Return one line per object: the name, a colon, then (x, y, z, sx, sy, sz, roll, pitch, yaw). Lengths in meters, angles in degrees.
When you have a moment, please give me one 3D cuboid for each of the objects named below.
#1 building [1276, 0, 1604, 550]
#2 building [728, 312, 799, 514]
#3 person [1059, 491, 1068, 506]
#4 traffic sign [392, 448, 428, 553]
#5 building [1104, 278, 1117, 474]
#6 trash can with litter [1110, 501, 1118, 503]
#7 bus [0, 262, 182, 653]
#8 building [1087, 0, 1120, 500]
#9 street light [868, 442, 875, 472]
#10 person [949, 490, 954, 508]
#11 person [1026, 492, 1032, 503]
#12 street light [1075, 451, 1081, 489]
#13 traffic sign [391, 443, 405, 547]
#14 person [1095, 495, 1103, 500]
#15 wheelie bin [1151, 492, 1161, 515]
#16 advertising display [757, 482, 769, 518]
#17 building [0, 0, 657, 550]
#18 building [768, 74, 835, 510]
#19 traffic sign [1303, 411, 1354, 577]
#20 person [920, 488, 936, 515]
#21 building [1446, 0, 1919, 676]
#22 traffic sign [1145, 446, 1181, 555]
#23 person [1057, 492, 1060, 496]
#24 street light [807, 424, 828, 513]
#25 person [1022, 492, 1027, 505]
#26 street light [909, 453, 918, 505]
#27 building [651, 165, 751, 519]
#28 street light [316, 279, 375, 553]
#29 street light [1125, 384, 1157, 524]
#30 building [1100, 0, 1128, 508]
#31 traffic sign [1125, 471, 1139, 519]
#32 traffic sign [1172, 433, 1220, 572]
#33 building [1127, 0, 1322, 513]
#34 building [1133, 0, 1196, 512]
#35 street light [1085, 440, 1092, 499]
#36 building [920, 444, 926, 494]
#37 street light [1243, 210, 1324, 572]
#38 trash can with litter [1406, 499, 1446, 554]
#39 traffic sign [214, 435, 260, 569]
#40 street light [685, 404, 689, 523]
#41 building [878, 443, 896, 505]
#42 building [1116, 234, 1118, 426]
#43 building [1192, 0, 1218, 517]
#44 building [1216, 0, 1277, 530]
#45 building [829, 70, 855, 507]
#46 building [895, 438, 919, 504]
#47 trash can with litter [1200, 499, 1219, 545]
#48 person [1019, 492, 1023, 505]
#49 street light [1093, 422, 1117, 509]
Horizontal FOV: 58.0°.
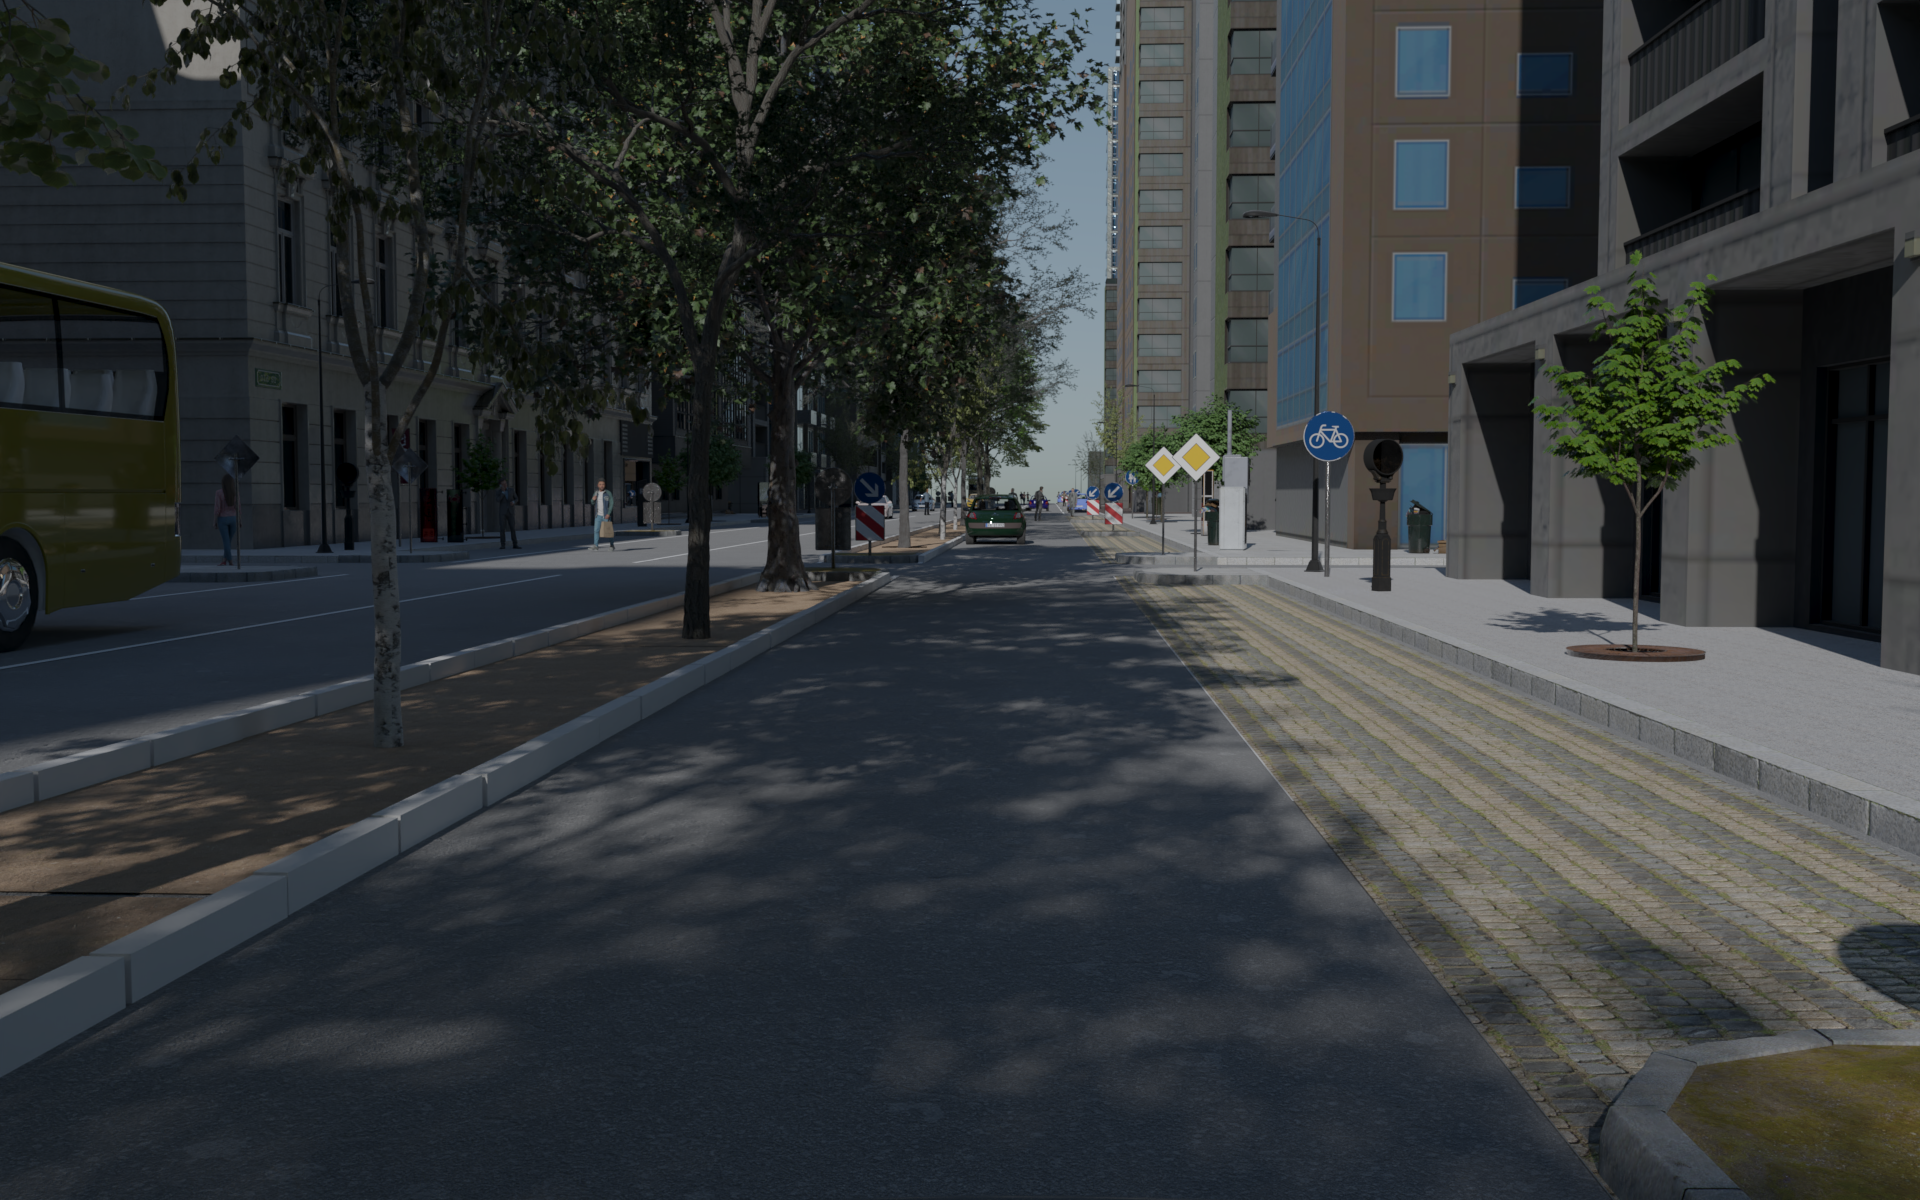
building: (16.089, -24.134, 44.709, 14.200, 45.320, 14.600, 0, 4, 3)
building: (-22.373, -41.846, 122.441, 20.563, 71.187, 20.611, 0, 4, 3)
person: (12.081, -11.775, 201.036, 1.348, 1.823, 0.705, 3, 5, 39)
traffic sign: (-11.878, -2.066, 37.418, 0.795, 2.450, 0.064, 0, 4, 3)
building: (26.222, -28.129, 231.616, 14.160, 30.474, 14.107, 0, 4, 3)
trash can with litter: (9.883, -6.014, 109.710, 0.624, 1.170, 1.055, -1, 4, -15)
bus: (-9.822, -1.300, 12.794, 2.896, 3.916, 12.252, 0, 4, 1)
building: (30.307, -57.495, 252.714, 22.319, 86.520, 31.000, 0, 4, 3)
street light: (-7.499, -11.012, 152.593, 1.470, 5.913, 1.316, 0, 4, 3)
person: (-0.857, -10.648, 182.585, 0.705, 1.826, 1.348, 1, 4, 20)
person: (9.463, -14.199, 241.371, 1.217, 1.743, 0.721, 0, 4, -2)
street light: (13.376, -13.162, 187.740, 1.470, 5.913, 1.316, 0, 4, 3)
traffic sign: (-13.622, -2.572, 42.060, 0.884, 2.594, 0.081, 1, 4, 11)
person: (15.143, -11.190, 191.468, 1.348, 1.823, 0.705, 0, 4, 6)
wheelie bin: (12.019, -5.938, 104.992, 0.980, 1.594, 0.693, 3, 5, 42)
advertising display: (-10.691, -5.441, 94.180, 0.123, 1.923, 0.974, 2, 4, 26)
building: (-23.127, -17.398, 60.879, 17.030, 29.872, 44.131, 0, 4, 3)
building: (-22.905, -32.418, 149.638, 23.786, 49.044, 30.456, 0, 4, 3)
traffic sign: (5.684, -1.630, 26.758, 0.768, 2.556, 0.104, 1, 4, 10)
person: (-2.216, -6.642, 117.083, 1.348, 1.826, 0.705, -3, 5, -40)
building: (17.184, -35.204, 13.843, 20.563, 71.187, 20.611, 0, 4, 3)
traffic sign: (4.294, -2.015, 36.582, 0.795, 2.450, 0.064, 0, 4, 3)
person: (15.130, -15.668, 264.669, 0.705, 1.824, 1.348, -1, 4, -20)
street light: (-9.449, -8.691, 114.639, 1.470, 5.913, 1.316, 0, 4, 3)
person: (8.264, -12.944, 220.841, 0.721, 1.736, 1.217, 3, 5, 44)
street light: (-5.176, -13.716, 196.803, 1.470, 5.913, 1.316, 0, 4, 3)
building: (-20.477, -18.452, 95.196, 14.314, 27.812, 24.014, 0, 4, 3)
street light: (-13.291, -3.972, 37.485, 1.470, 5.913, 1.316, 0, 4, 3)
street light: (7.650, -6.159, 73.239, 1.470, 5.913, 1.316, 0, 4, 3)
building: (27.913, -47.353, 212.470, 20.563, 71.187, 20.611, 0, 4, 3)
traffic sign: (9.006, -5.522, 90.385, 0.768, 2.556, 0.104, 1, 4, 12)
traffic sign: (3.891, -1.527, 28.608, 0.795, 2.450, 0.064, 0, 4, 3)
building: (20.855, -30.111, 142.418, 14.600, 45.320, 14.200, 0, 4, 3)
building: (19.910, -27.205, 128.403, 14.154, 41.232, 14.086, 0, 4, 3)
street light: (11.563, -10.840, 149.779, 1.470, 5.913, 1.316, 0, 4, 3)
building: (-16.347, -38.401, 251.560, 21.300, 48.544, 21.600, 0, 4, 3)
street light: (5.324, -3.422, 28.486, 1.470, 5.913, 1.316, 0, 4, 3)
trash can with litter: (10.175, -1.592, 37.415, 1.055, 1.170, 0.624, 1, 4, 12)
traffic sign: (-12.281, -1.578, 29.443, 0.795, 2.450, 0.064, 0, 4, 3)
street light: (-11.397, -6.325, 75.963, 1.470, 5.913, 1.316, 0, 4, 3)
building: (-15.200, -26.524, 205.364, 14.160, 30.474, 14.107, 0, 4, 3)
building: (23.310, -32.252, 177.432, 14.600, 45.320, 14.200, 0, 4, 3)
building: (23.647, -33.869, 95.754, 21.231, 58.520, 28.212, 0, 4, 3)
building: (16.867, -18.092, 67.509, 14.160, 30.474, 14.107, 0, 4, 3)
building: (-19.993, -33.750, 175.518, 21.300, 48.544, 21.600, 0, 4, 3)
building: (-16.844, -41.859, 226.390, 21.231, 58.520, 28.212, 0, 4, 3)
trash can with litter: (6.551, -1.965, 43.515, 0.624, 1.170, 1.055, 3, 5, 43)
person: (8.174, -13.412, 228.230, 0.683, 1.767, 0.568, 0, 4, 2)
street light: (9.497, -8.481, 111.198, 1.470, 5.913, 1.316, 0, 4, 3)
